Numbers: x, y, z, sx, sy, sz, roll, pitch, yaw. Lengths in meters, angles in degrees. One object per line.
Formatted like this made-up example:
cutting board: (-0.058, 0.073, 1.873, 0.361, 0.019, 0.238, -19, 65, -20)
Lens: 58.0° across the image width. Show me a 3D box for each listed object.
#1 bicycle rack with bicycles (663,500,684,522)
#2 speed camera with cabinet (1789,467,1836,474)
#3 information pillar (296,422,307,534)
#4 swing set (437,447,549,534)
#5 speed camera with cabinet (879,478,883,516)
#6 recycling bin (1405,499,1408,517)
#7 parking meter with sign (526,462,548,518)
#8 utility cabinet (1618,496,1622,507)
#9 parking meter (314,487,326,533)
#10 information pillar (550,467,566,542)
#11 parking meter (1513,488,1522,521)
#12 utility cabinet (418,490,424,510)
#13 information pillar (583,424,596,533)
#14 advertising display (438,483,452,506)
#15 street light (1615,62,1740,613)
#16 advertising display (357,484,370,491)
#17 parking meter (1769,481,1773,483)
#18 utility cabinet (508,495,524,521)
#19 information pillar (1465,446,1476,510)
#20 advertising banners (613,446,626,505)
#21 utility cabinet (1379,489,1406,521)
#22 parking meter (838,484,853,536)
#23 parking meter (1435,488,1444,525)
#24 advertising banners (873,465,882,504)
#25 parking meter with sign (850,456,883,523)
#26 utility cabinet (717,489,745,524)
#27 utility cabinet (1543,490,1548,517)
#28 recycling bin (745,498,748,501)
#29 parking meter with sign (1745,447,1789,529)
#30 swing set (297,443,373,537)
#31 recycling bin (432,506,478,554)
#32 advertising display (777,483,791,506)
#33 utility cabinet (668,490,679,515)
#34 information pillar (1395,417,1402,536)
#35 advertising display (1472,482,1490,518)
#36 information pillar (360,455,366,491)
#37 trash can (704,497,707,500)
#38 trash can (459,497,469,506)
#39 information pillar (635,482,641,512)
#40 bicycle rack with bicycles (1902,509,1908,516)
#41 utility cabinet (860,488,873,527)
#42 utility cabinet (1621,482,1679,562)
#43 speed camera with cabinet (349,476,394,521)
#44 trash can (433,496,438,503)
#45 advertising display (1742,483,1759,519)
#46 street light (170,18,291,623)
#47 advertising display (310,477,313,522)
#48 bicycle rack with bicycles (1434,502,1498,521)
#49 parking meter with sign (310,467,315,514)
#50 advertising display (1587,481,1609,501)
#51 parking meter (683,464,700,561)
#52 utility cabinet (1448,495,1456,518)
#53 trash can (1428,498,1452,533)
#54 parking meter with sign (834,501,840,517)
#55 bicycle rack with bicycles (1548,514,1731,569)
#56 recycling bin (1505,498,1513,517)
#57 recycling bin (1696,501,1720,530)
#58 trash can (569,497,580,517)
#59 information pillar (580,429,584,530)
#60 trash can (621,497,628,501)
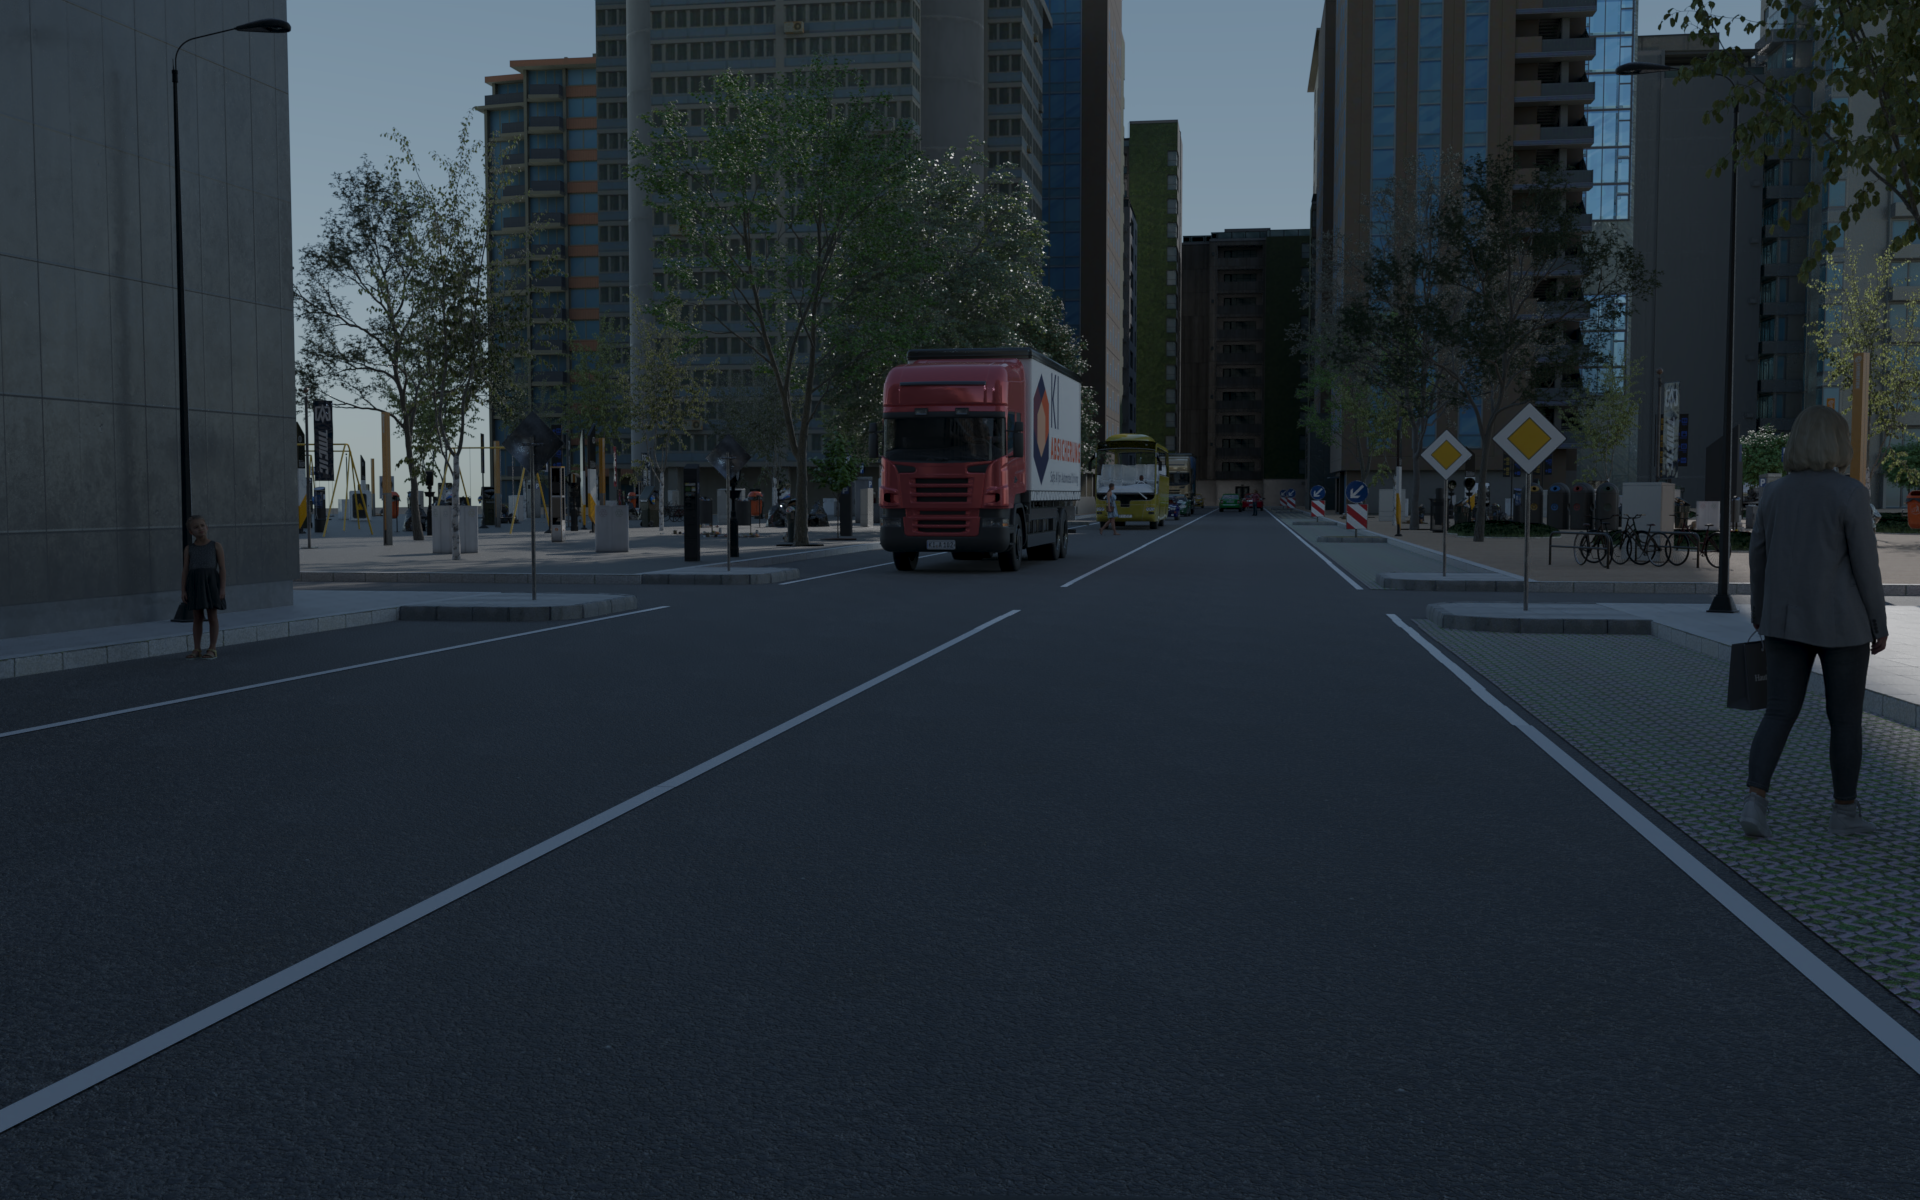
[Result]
bicycle rack with bicycles: (-12.892, -4.126, 80.838, 2.925, 0.926, 2.852, -3, 5, -40)
speed camera with cabinet: (34.019, -4.568, 69.019, 0.660, 3.252, 2.038, -2, 4, -24)
information pillar: (-21.375, -3.964, 56.174, 0.183, 3.616, 0.504, 0, 4, 6)
swing set: (-15.655, -3.662, 57.489, 3.119, 2.851, 2.862, 1, 4, 14)
speed camera with cabinet: (-3.696, -6.249, 96.499, 0.660, 3.252, 2.038, -3, 5, -40)
recycling bin: (24.346, -5.098, 95.906, 0.722, 1.027, 0.722, -1, 4, -9)
parking meter with sign: (-23.091, -5.968, 93.842, 1.738, 3.016, 0.543, 3, 4, 36)
utility cabinet: (28.723, -3.943, 75.636, 1.020, 1.237, 0.306, 3, 4, 39)
parking meter: (-21.403, -3.028, 57.912, 0.372, 1.533, 0.369, 0, 3, 0)
information pillar: (-10.751, -2.558, 46.319, 0.304, 2.012, 0.304, 0, 4, 5)
parking meter: (23.332, -3.916, 72.443, 0.372, 1.533, 0.369, 0, 3, 0)
utility cabinet: (-31.754, -5.694, 101.770, 0.318, 1.500, 1.173, 0, 4, -6)
information pillar: (-12.201, -4.042, 57.445, 0.183, 3.616, 0.504, 1, 4, 13)
advertising display: (-28.746, -5.597, 96.730, 0.123, 1.923, 0.974, 2, 4, 31)
street light: (7.750, -2.824, 18.720, 1.470, 5.913, 1.316, 1, 4, 9)
advertising display: (-38.011, -6.435, 110.429, 0.974, 1.923, 0.123, 2, 4, 28)
parking meter: (15.862, -1.539, 33.577, 0.372, 1.533, 0.369, 0, 3, 0)
utility cabinet: (-21.400, -4.423, 83.484, 0.306, 1.237, 1.020, -3, 5, -41)
information pillar: (24.764, -5.676, 84.161, 0.504, 3.616, 0.183, 0, 4, 2)
advertising banners: (-12.633, -4.160, 64.209, 0.090, 3.025, 2.074, 0, 4, 0)
utility cabinet: (20.027, -4.380, 80.284, 1.173, 1.500, 0.318, 1, 4, 10)
parking meter: (-3.490, -2.880, 52.795, 0.399, 1.863, 0.255, 0, 4, 8)
parking meter: (19.868, -3.873, 71.729, 0.372, 1.533, 0.369, 0, 3, 0)
advertising banners: (-5.196, -6.572, 103.642, 2.074, 3.025, 0.090, 3, 5, 42)
parking meter with sign: (-4.251, -4.900, 76.373, 1.738, 3.016, 0.543, 2, 4, 24)
utility cabinet: (-9.656, -3.939, 73.081, 1.173, 1.500, 0.318, 1, 4, 21)
utility cabinet: (32.052, -5.191, 93.559, 1.173, 1.500, 0.318, 2, 4, 34)
recycling bin: (-12.819, -5.619, 104.429, 0.722, 1.027, 0.722, 0, 4, 3)
parking meter with sign: (30.007, -4.157, 64.227, 1.738, 3.016, 0.543, -1, 4, -18)
swing set: (-20.141, -3.426, 53.634, 3.119, 2.851, 2.862, 1, 4, 11)
recycling bin: (-10.975, -1.535, 37.646, 0.722, 1.027, 0.722, 3, 5, 39)
advertising display: (-10.746, -6.111, 105.126, 0.974, 1.923, 0.123, -2, 4, -27)
utility cabinet: (-17.308, -5.874, 104.717, 0.318, 1.500, 1.173, 1, 4, 10)
information pillar: (13.287, -3.735, 52.417, 0.183, 3.616, 0.504, 1, 4, 22)
advertising display: (27.983, -5.372, 93.046, 0.974, 1.923, 0.123, 0, 4, -7)
information pillar: (-35.582, -6.845, 103.262, 0.183, 3.616, 0.504, 1, 4, 9)
trash can: (-14.028, -5.020, 93.729, 0.748, 1.137, 0.748, 0, 3, 0)
trash can: (-25.135, -4.640, 87.515, 0.748, 1.137, 0.748, 0, 3, 0)
information pillar: (-18.976, -5.969, 102.085, 0.304, 2.012, 0.304, 1, 4, 11)
bicycle rack with bicycles: (42.790, -3.817, 75.795, 2.925, 0.926, 2.852, -2, 4, -35)
utility cabinet: (-3.665, -3.622, 67.893, 0.318, 1.500, 1.173, 0, 4, 7)
utility cabinet: (13.055, -1.479, 32.857, 0.318, 1.500, 1.173, -1, 4, -14)
speed camera with cabinet: (-28.065, -5.398, 82.589, 2.038, 3.252, 0.660, -1, 4, -22)
trash can: (-32.542, -5.890, 107.953, 0.748, 1.137, 0.748, 0, 3, 0)
advertising display: (40.600, -5.113, 88.818, 0.974, 1.923, 0.123, 0, 4, 7)
street light: (-7.222, -2.729, 17.163, 1.470, 5.913, 1.316, 1, 4, 9)
advertising display: (-25.139, -3.728, 66.160, 0.123, 1.923, 0.974, 2, 4, 25)
bicycle rack with bicycles: (21.864, -3.735, 74.450, 2.852, 0.926, 2.925, 0, 4, 2)
parking meter with sign: (-41.646, -6.952, 109.930, 1.738, 3.016, 0.543, 2, 4, 32)
advertising display: (30.335, -4.721, 82.408, 0.974, 1.923, 0.123, 0, 4, 7)
parking meter: (-5.118, -1.673, 33.058, 0.255, 1.863, 0.399, 0, 4, 1)
utility cabinet: (26.112, -4.944, 91.988, 0.306, 1.237, 1.020, 1, 4, 8)
trash can: (15.904, -2.799, 57.423, 0.748, 1.137, 0.748, 0, 3, 0)
parking meter with sign: (-6.351, -6.298, 99.235, 1.738, 3.016, 0.543, -2, 4, -24)
bicycle rack with bicycles: (11.827, -1.068, 30.844, 2.852, 0.926, 2.925, -1, 4, -12)
recycling bin: (31.625, -5.280, 98.883, 0.722, 1.027, 0.722, -3, 4, -39)
recycling bin: (26.151, -2.937, 60.572, 0.722, 1.027, 0.722, 1, 4, 20)
trash can: (-21.889, -5.297, 98.263, 0.748, 1.137, 0.748, 0, 3, 0)
information pillar: (-13.624, -4.357, 62.587, 0.183, 3.616, 0.504, -1, 4, -22)
trash can: (-19.932, -5.561, 102.582, 0.748, 1.137, 0.748, 0, 3, 0)
